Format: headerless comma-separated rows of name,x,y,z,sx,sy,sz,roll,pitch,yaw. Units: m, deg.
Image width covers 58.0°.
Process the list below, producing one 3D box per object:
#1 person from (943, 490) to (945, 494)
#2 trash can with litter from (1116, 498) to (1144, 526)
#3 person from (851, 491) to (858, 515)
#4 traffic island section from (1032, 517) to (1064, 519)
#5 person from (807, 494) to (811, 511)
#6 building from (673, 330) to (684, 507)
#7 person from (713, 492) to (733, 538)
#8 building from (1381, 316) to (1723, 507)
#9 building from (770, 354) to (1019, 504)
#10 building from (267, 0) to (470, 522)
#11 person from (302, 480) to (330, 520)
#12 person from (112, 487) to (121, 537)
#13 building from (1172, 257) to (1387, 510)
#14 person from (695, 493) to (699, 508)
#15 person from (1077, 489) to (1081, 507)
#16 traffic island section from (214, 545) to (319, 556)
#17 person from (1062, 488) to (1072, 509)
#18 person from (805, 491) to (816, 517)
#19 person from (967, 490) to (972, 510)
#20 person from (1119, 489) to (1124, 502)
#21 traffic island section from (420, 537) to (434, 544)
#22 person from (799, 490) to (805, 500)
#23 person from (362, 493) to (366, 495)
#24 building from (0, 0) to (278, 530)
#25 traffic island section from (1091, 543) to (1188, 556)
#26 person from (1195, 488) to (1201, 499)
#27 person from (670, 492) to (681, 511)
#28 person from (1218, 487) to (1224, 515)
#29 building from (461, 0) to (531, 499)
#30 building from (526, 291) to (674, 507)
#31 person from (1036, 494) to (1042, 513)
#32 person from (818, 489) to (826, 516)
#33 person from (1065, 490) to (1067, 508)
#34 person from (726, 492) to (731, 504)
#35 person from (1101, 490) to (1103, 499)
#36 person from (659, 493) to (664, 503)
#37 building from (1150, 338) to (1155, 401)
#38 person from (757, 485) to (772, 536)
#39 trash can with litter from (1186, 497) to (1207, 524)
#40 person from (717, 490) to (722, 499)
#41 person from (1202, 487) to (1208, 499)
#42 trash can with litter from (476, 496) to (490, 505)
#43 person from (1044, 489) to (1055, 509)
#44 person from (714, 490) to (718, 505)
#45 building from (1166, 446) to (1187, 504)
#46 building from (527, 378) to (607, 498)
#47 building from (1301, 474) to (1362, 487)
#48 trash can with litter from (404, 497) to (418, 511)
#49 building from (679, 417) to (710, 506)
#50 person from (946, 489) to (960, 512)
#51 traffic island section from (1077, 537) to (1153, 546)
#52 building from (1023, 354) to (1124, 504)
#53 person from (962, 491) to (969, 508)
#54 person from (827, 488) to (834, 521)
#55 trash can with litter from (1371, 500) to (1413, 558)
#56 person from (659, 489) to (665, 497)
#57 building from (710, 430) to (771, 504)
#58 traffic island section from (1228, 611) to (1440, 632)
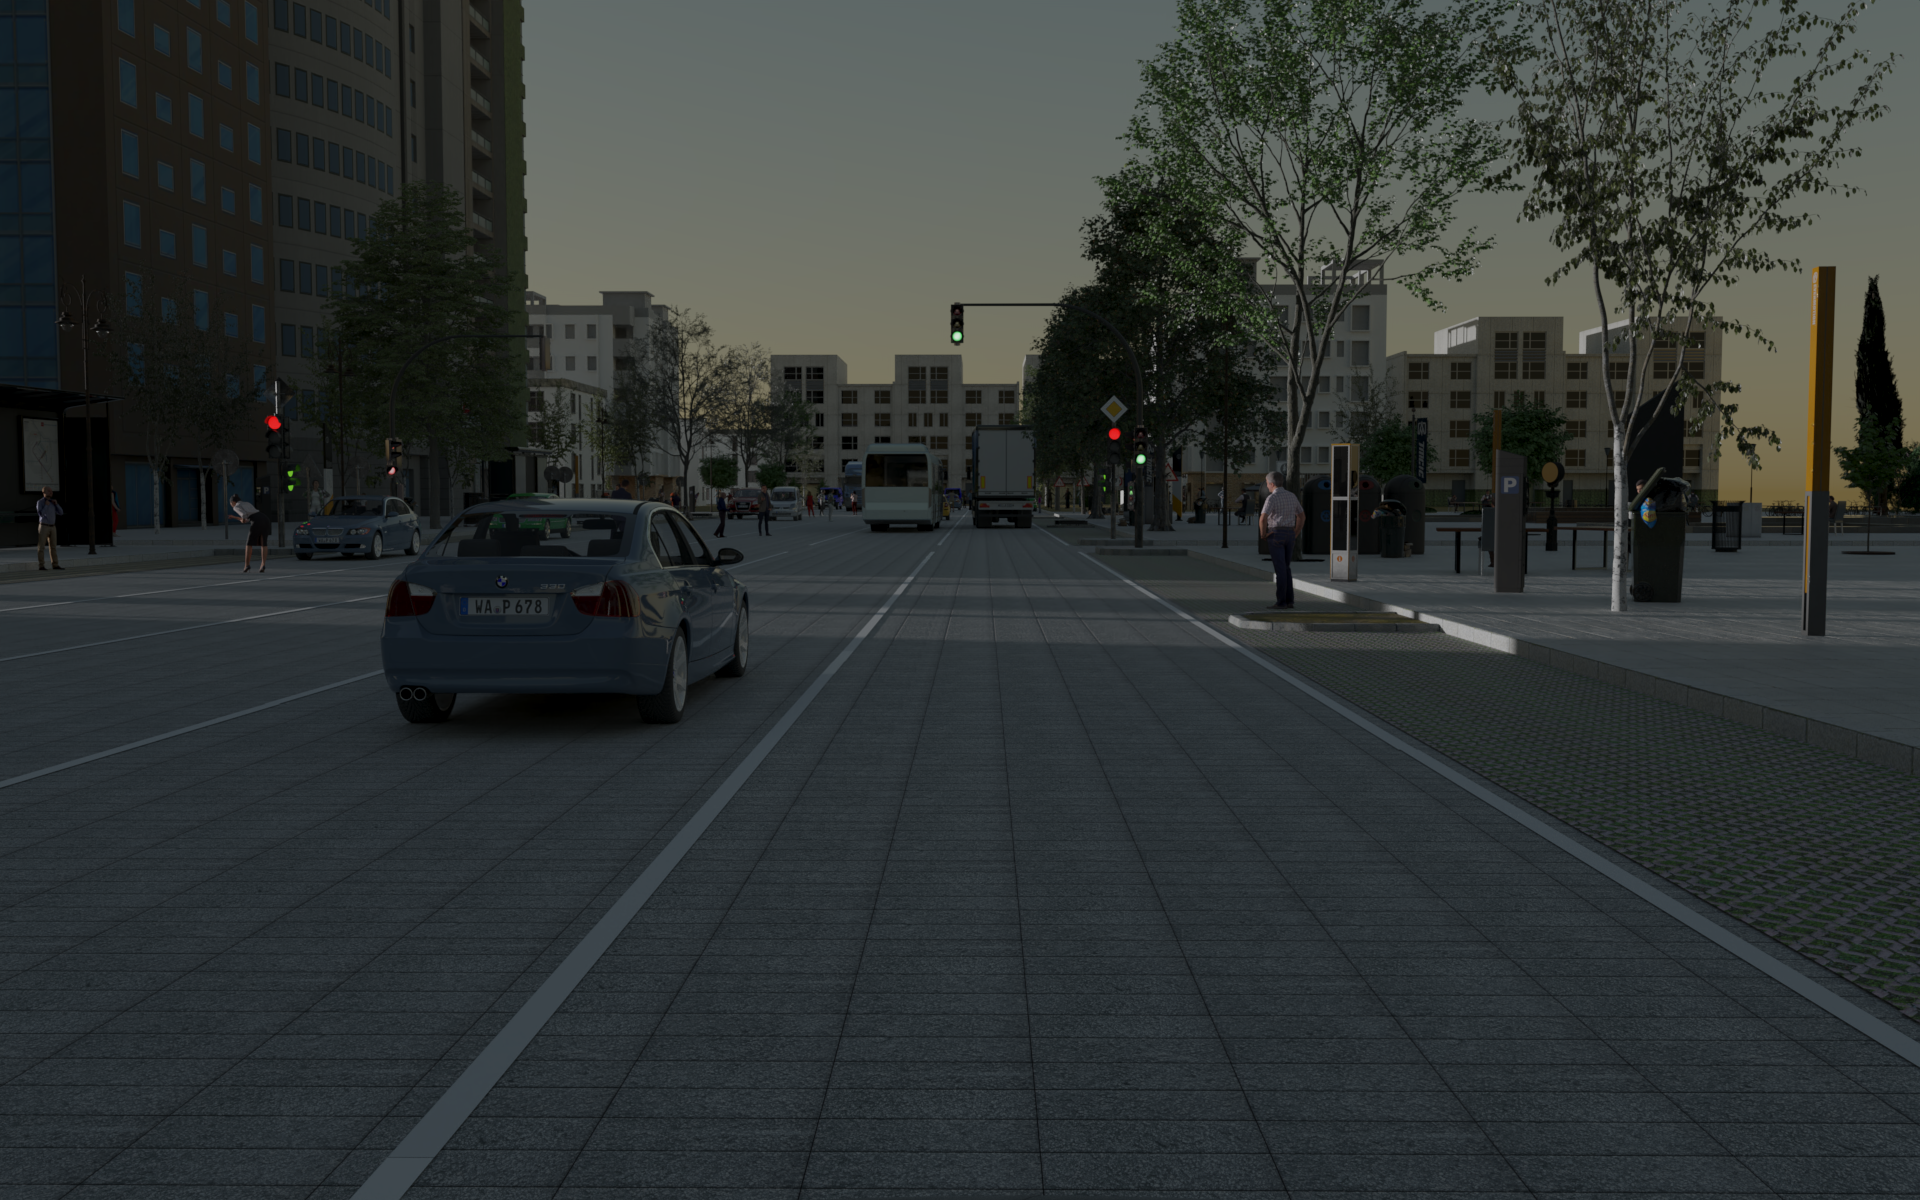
person,-1.200,-7.620,133.805,0.721,1.735,1.217,1,4,10
trash can with litter,6.766,-3.523,68.981,1.055,1.170,0.624,-1,4,-19
person,-7.201,-6.590,117.713,0.517,1.644,0.566,1,4,17
traffic island section,5.069,-4.792,101.211,1.991,0.108,1.994,0,4,1
person,-12.441,-8.007,142.651,0.421,1.427,0.697,1,4,13
building,-35.959,-19.229,170.815,16.016,20.091,11.380,0,4,1
person,-7.746,-2.792,56.838,0.600,1.496,0.574,0,4,7
building,60.068,-19.236,180.971,31.486,18.905,16.747,0,4,1
building,-8.134,-22.105,227.867,31.486,18.905,16.747,0,4,1
building,-40.009,-33.400,88.086,21.231,58.520,28.212,0,4,1
person,-20.463,-2.952,55.036,0.841,1.734,0.376,-1,4,-13
person,-25.487,-2.711,52.070,0.444,1.614,0.593,-2,4,-28
building,26.124,-17.593,144.070,16.016,20.091,11.380,0,4,1
person,-24.872,-9.410,163.134,0.697,1.427,0.421,1,4,17
person,12.102,-10.235,173.470,0.705,1.814,1.350,3,5,41
traffic island section,-16.350,-1.189,41.714,2.009,0.180,2.903,0,4,1
person,9.519,-8.992,153.092,0.705,1.821,1.348,-2,4,-34
person,-9.213,-5.898,106.638,0.593,1.614,0.444,1,4,19
person,0.959,-8.872,153.543,0.705,1.826,1.348,2,4,29
person,14.410,-9.084,155.396,0.721,1.723,1.217,0,4,-1
traffic island section,-16.245,-1.677,49.698,2.009,0.180,2.903,0,4,1
person,-12.748,-7.836,136.695,1.350,1.814,0.705,3,4,38
person,-28.506,-4.440,82.552,0.340,1.345,0.435,1,4,14
building,-36.615,-25.501,67.058,14.600,45.320,14.200,0,4,1
traffic island section,4.289,-1.172,41.440,2.009,0.180,2.903,0,4,1
person,17.968,-7.611,131.015,0.750,1.759,0.617,3,4,38
person,-14.852,-4.865,90.250,0.569,1.553,0.471,0,4,6
person,16.106,-6.072,106.046,0.376,1.734,0.841,2,4,34
building,-36.218,-26.065,109.761,14.154,41.232,14.086,0,4,1
building,-35.665,-18.534,159.451,16.016,20.091,11.380,0,4,1
person,5.838,-7.119,128.117,0.599,1.433,0.991,-1,4,-18
person,-8.999,-6.359,113.187,0.376,1.734,0.841,2,4,23
person,9.593,-9.016,154.925,0.415,1.643,0.593,-2,4,-26
person,-19.007,-8.154,142.621,1.065,1.426,0.557,0,4,-3
person,13.492,-9.753,165.948,0.568,1.767,0.683,-1,4,-22
person,-18.845,-6.089,109.510,0.435,1.345,0.340,0,4,6
building,27.520,-20.010,183.579,16.016,20.091,11.380,0,4,1
person,-6.631,-3.072,59.262,0.617,1.759,0.750,-2,4,-30
trash can with litter,10.250,-3.905,75.236,0.624,1.170,1.055,-2,4,-34
person,-27.396,-11.734,197.898,0.705,1.823,1.348,2,4,24
person,19.456,-8.086,138.238,0.705,1.826,1.348,-1,4,-9
trash can with litter,-19.046,-3.462,67.659,2.233,1.210,1.678,-2,4,-34
person,7.978,-8.943,152.981,1.217,1.735,0.721,1,4,16
person,-28.024,-11.820,199.385,0.705,1.814,1.350,1,4,9
building,23.198,-13.579,164.163,9.099,9.664,28.070,0,4,1
building,-32.982,-12.093,139.864,9.099,9.664,28.070,0,4,1
building,55.639,-22.034,226.715,31.486,18.905,16.747,0,4,1
trash can with litter,-21.021,-3.328,65.801,0.624,1.170,1.055,0,4,-3
building,-41.927,-14.949,186.566,28.070,9.664,9.099,0,4,1
person,-0.646,-7.734,134.959,1.348,1.824,0.705,0,4,0
traffic island section,4.394,-1.660,49.424,2.009,0.180,2.903,0,4,1
building,24.161,-22.081,227.489,31.486,18.905,16.747,0,4,1
person,0.547,-10.144,175.068,0.721,1.735,1.217,3,5,40
person,-6.801,-5.002,91.002,0.376,1.734,0.841,0,4,-6
trash can with litter,8.783,-1.449,35.078,0.624,1.170,1.055,2,4,32
person,-25.514,-8.645,148.063,0.621,1.740,0.551,3,5,41
building,-38.032,-17.275,224.598,28.070,9.664,9.099,0,4,1
traffic island section,3.979,0.242,18.914,1.991,0.108,1.994,0,4,1
